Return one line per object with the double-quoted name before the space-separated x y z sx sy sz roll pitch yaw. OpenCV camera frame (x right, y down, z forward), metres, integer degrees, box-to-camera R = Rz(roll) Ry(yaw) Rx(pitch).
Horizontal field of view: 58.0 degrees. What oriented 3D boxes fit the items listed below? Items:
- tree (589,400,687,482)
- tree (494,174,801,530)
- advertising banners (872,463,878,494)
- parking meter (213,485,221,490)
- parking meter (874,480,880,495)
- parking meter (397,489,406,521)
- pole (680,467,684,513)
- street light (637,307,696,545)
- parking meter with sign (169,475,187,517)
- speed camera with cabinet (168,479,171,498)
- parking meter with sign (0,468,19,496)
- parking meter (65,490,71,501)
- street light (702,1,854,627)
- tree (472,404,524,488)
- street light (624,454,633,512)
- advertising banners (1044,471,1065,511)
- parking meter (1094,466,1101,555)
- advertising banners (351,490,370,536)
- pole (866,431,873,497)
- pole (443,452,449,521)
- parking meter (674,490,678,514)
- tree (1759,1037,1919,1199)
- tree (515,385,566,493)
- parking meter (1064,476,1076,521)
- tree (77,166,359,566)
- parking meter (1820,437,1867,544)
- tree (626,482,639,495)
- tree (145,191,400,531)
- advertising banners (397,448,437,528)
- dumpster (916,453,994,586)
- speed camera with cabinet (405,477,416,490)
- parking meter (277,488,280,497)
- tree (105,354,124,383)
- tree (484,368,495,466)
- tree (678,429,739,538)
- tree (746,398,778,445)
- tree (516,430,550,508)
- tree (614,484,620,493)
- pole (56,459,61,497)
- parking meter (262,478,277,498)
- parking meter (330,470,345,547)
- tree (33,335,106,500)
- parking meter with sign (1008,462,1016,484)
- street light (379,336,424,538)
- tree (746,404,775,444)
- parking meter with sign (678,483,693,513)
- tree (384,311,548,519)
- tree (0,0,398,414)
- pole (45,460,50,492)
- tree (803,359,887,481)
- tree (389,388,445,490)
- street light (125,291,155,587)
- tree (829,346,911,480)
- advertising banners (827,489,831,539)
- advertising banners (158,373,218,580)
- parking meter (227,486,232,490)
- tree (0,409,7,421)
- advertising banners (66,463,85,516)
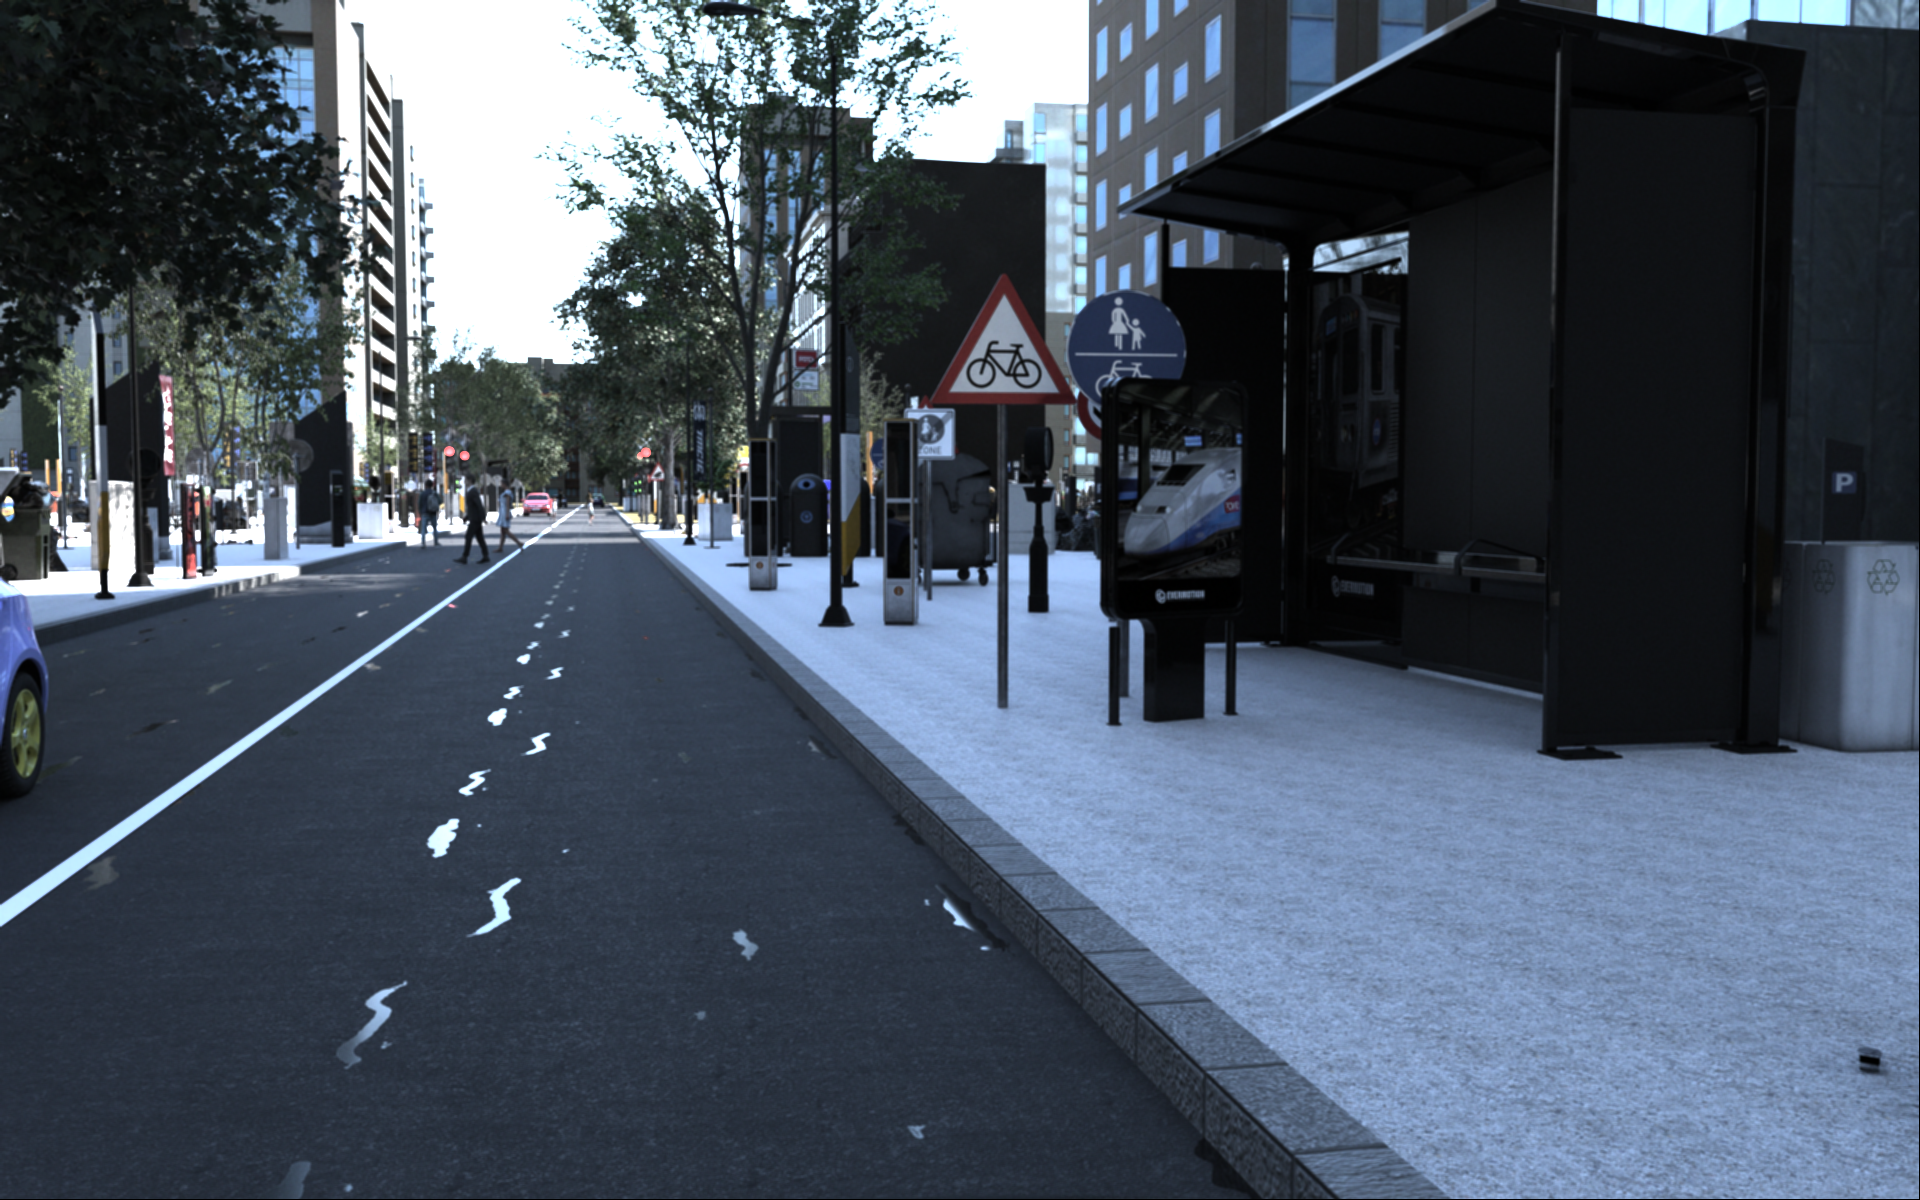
"tree" -25.330 -14.136 137.772 9.857 13.997 8.962 0 3 0
"tree" -10.449 -8.859 61.859 9.611 12.733 9.660 0 3 0
"advertising banners" -4.993 -5.559 87.072 2.074 3.025 0.090 -2 4 -23
"parking meter" -46.658 -6.305 108.802 0.255 1.863 0.399 3 4 36
"parking meter" -3.392 -4.058 72.061 0.255 1.863 0.399 1 4 13
"parking meter" -26.315 -4.478 81.632 0.372 1.533 0.369 0 3 0
"pole" -19.137 -7.674 119.312 0.158 3.312 0.155 0 3 0
"street light" -7.345 -4.330 43.345 1.470 5.913 1.316 -1 4 -12
"parking meter with sign" -44.499 -6.283 98.980 1.738 3.016 0.543 1 4 21
"speed camera with cabinet" -48.909 -6.773 105.079 2.038 3.252 0.660 1 4 19
"parking meter with sign" -27.555 -3.285 49.973 1.738 3.016 0.543 -1 4 -16
"parking meter" -53.975 -5.897 104.834 0.372 1.533 0.369 0 3 0
"street light" -1.736 -2.694 16.596 1.470 5.913 1.316 -1 4 -12
"tree" -34.459 -10.963 129.600 4.360 8.622 3.978 0 3 0
"street light" -12.938 -6.008 70.772 1.470 5.913 1.316 -1 4 -12
"advertising banners" 3.454 -4.150 64.048 0.090 3.025 2.074 2 4 34
"parking meter" 3.024 -1.867 36.236 0.399 1.863 0.255 3 5 42
"advertising banners" -18.891 -3.431 52.291 2.074 3.025 0.090 -2 4 -32
"pole" -2.958 -3.833 56.515 0.158 3.312 0.155 0 3 0
"pole" -24.766 -5.479 83.424 0.158 3.312 0.155 0 3 0
"parking meter" -18.532 -6.385 112.803 0.372 1.533 0.369 0 3 0
"tree" 2.367 -4.719 2.906 9.928 11.665 9.643 0 3 0
"tree" -42.031 -15.398 169.880 7.486 12.596 7.792 0 3 0
"parking meter" 3.574 -3.082 56.109 0.255 1.863 0.399 -2 4 -26
"tree" -13.416 -4.910 30.635 4.360 8.622 3.978 0 3 0
"parking meter" 9.121 -0.746 17.901 0.399 1.863 0.255 1 4 20
"tree" -26.864 -9.164 144.430 1.663 3.219 1.824 0 3 0
"tree" -14.878 -5.336 37.609 4.737 8.622 4.395 0 3 0
"advertising banners" -20.351 -4.209 65.006 2.074 3.025 0.090 2 4 29
"dumpster" -0.273 -1.166 24.828 1.264 1.857 1.865 -1 4 -12
"speed camera with cabinet" -39.934 -8.177 128.022 2.038 3.252 0.660 -2 4 -32
"parking meter" -29.688 -4.091 75.293 0.372 1.533 0.369 0 3 0
"tree" -28.988 -7.037 65.421 4.737 8.622 4.395 0 3 0
"tree" -36.789 -13.725 141.414 9.611 12.733 9.660 0 3 0
"tree" -7.221 -3.419 50.509 1.663 3.219 1.824 0 3 0
"tree" -15.253 -10.952 129.434 4.360 8.622 3.978 0 3 0
"tree" -41.155 -12.905 161.366 4.737 8.622 4.395 0 3 0
"tree" -42.835 -13.761 219.594 1.663 3.219 1.824 0 3 0
"pole" -53.100 -6.619 102.070 0.158 3.312 0.155 0 3 0
"parking meter" -23.163 -3.206 58.128 0.255 1.863 0.399 3 5 42
"parking meter" -15.069 -2.214 41.912 0.255 1.863 0.399 -2 4 -28
"tree" -40.988 -8.004 81.230 4.737 8.622 4.395 0 3 0
"parking meter with sign" 2.774 -5.992 94.229 0.543 3.016 1.738 1 4 21
"street light" -16.448 -4.796 50.961 1.470 5.913 1.316 -1 4 -12
"tree" -15.523 -11.428 137.209 4.737 8.622 4.395 0 3 0
"parking meter with sign" -18.136 -7.302 115.651 1.738 3.016 0.543 0 4 -8
"tree" -25.112 -9.364 87.509 8.767 10.594 7.601 0 4 4
"tree" -9.423 -5.892 13.335 9.611 12.733 9.660 0 3 0
"pole" -54.141 -6.665 102.819 0.158 3.312 0.155 0 3 0
"tree" -6.183 -8.820 94.572 4.737 8.622 4.395 0 3 0
"tree" -36.109 -10.100 115.492 4.360 8.622 3.978 0 3 0
"street light" -10.825 -3.142 23.906 1.470 5.913 1.316 -1 4 -12
"tree" -4.511 -8.168 83.903 4.360 8.622 3.978 0 3 0
"advertising banners" -3.907 -3.307 50.262 0.090 3.025 2.074 -1 4 -18
"advertising banners" -11.668 -1.834 26.180 0.090 3.025 2.074 0 4 -4
"parking meter" -49.808 -6.884 118.269 0.399 1.863 0.255 0 4 7
"tree" -49.617 -8.274 85.644 4.360 8.622 3.978 0 3 0
"advertising banners" -50.463 -6.275 98.791 2.074 3.025 0.090 2 4 29
